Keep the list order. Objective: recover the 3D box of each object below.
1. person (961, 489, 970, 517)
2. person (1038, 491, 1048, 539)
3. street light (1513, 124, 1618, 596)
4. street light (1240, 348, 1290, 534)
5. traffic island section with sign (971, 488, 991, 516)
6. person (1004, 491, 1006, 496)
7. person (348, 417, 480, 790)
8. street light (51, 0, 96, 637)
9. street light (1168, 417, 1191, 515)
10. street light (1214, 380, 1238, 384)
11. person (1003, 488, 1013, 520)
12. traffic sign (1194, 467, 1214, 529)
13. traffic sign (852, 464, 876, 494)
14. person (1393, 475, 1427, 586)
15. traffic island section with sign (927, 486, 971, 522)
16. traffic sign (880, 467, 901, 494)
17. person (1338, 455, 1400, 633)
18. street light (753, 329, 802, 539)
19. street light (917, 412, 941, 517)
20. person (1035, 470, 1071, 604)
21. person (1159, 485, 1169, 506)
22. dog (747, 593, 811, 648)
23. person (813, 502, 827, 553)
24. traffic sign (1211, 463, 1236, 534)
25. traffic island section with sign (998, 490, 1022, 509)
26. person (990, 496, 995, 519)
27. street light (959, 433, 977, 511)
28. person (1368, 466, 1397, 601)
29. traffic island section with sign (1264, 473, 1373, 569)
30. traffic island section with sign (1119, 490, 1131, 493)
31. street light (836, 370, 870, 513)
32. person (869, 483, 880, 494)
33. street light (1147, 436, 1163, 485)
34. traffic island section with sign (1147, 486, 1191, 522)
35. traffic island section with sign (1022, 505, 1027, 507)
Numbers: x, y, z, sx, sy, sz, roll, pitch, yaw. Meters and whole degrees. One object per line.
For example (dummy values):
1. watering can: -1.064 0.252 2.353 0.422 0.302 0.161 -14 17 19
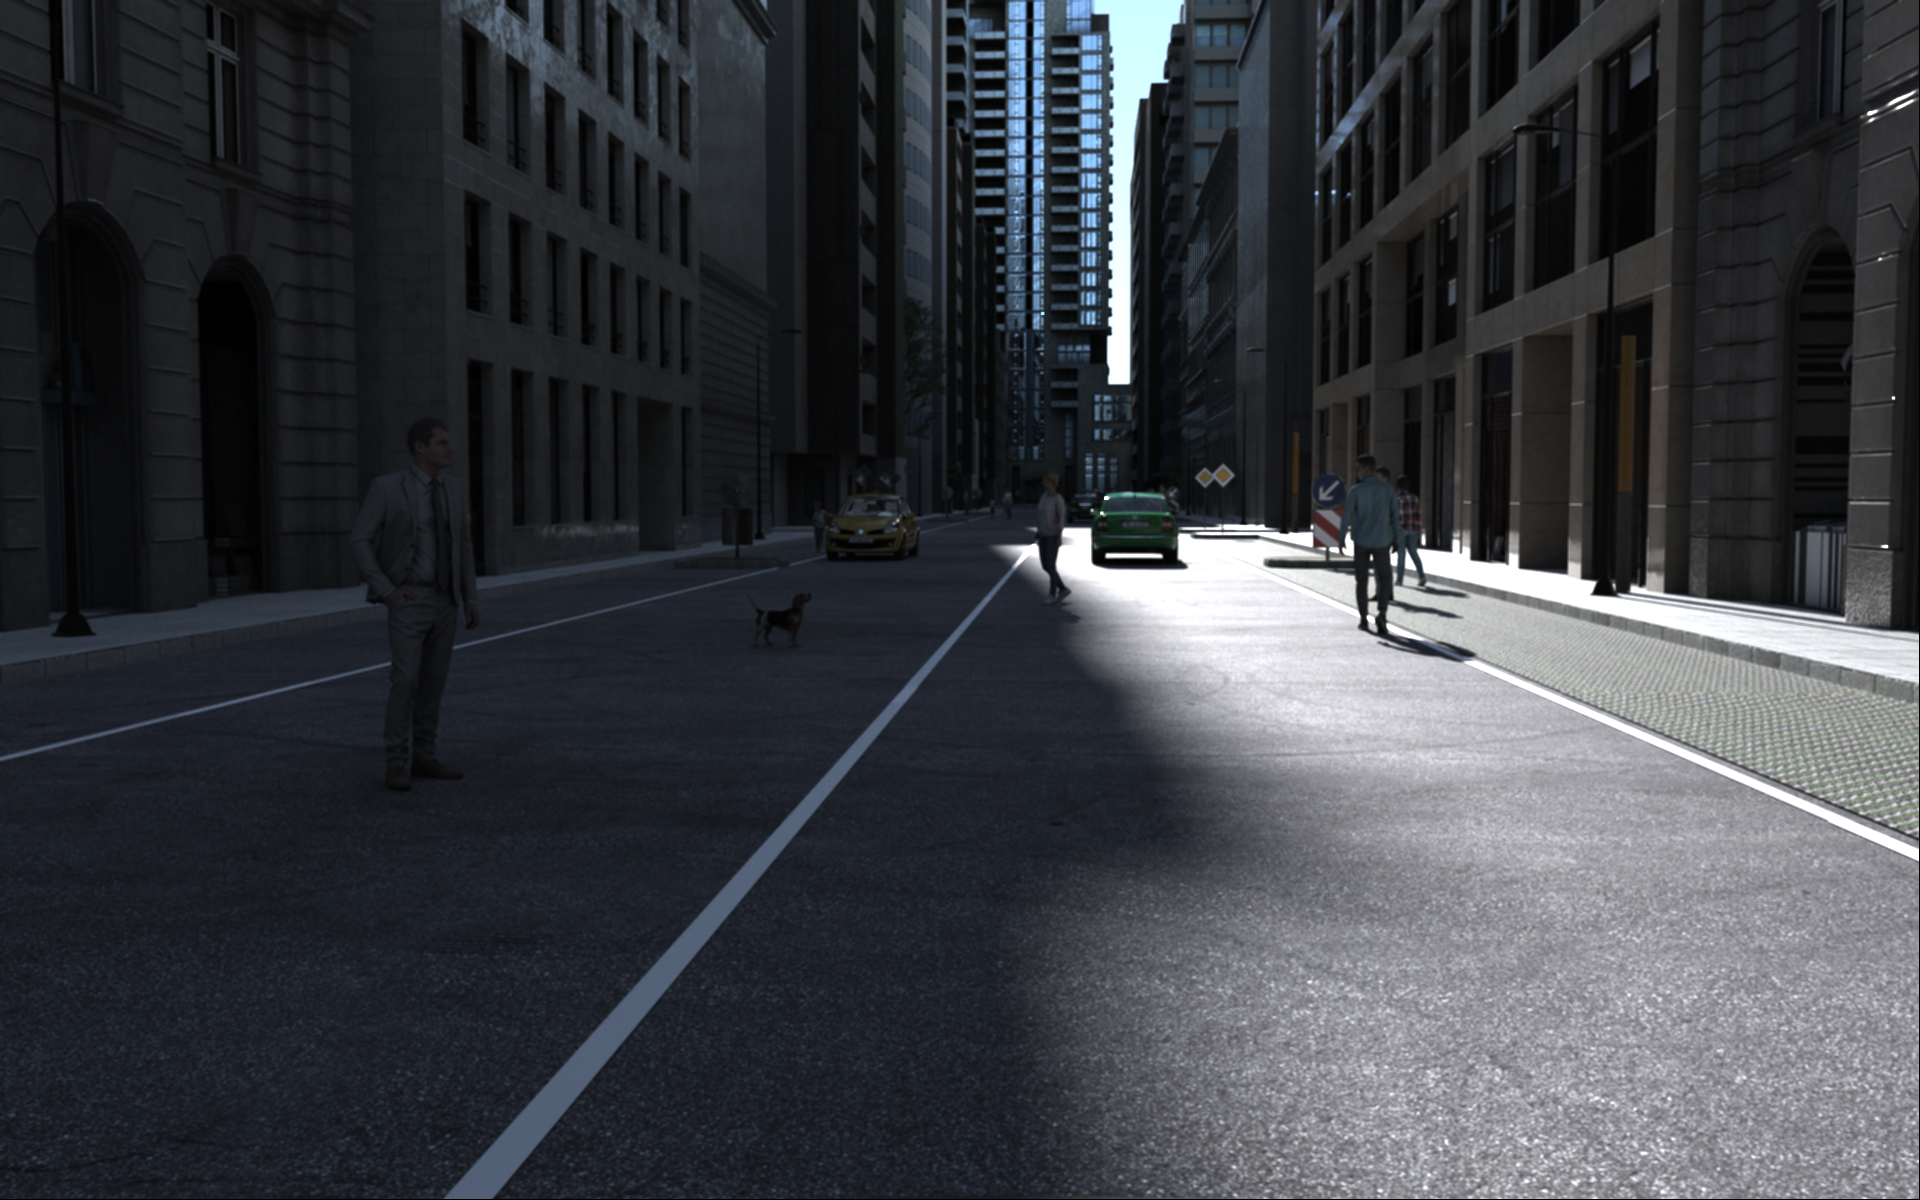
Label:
1. person: 0.388 -6.032 107.711 0.643 1.750 0.593 -2 4 -28
2. person: 2.627 -2.696 52.600 0.620 1.820 0.660 -1 4 -21
3. street light: 7.640 -3.017 21.865 1.470 5.913 1.316 0 4 4
4. street light: 9.830 -5.060 55.272 1.470 5.913 1.316 0 4 4
5. traffic island section with sign: 1.219 -6.594 116.442 1.989 1.847 2.006 0 4 4
6. person: 4.181 -9.109 158.344 0.530 1.710 0.541 2 4 24
7. person: -2.696 -0.003 8.648 0.391 1.810 0.635 2 4 28
8. street light: -7.494 -2.626 15.478 1.470 5.913 1.316 0 4 4
9. street light: 13.271 -8.081 104.666 1.470 5.913 1.316 0 4 4
10. street light: 11.067 -6.008 70.774 1.470 5.913 1.316 0 4 4
11. person: 2.737 -5.428 97.466 0.478 1.798 0.641 3 4 38
12. traffic sign: 9.057 -3.694 64.047 0.795 2.450 0.064 0 4 4
13. traffic sign: -3.154 -3.257 56.896 0.795 2.450 0.064 0 4 4
14. person: 6.920 -1.072 26.867 0.563 1.720 0.643 -1 4 -17
15. traffic island section with sign: -0.619 -4.943 89.449 1.989 1.847 2.006 0 4 4
16. traffic sign: -2.609 -3.744 64.862 0.795 2.450 0.064 0 4 4
17. person: 4.262 -0.594 18.069 0.638 1.841 0.748 1 4 14
18. street light: -5.147 -4.669 48.874 1.470 5.913 1.316 0 4 4
19. street light: -1.753 -7.699 98.425 1.470 5.913 1.316 0 4 4
20. person: 1.221 -0.825 22.662 0.598 1.740 0.731 -3 5 -40
21. person: 8.337 -3.876 72.057 0.709 1.800 0.728 0 3 0
22. dog: -1.698 0.185 16.266 0.540 0.507 0.406 -1 4 -17
23. person: -3.399 -1.769 42.110 0.332 1.250 0.352 1 4 21
24. traffic sign: 8.512 -3.207 56.080 0.795 2.450 0.064 0 4 4
25. traffic island section with sign: 4.683 -9.685 166.976 1.989 1.847 2.006 0 4 4
26. person: 1.825 -5.202 97.808 0.306 1.304 0.590 1 4 16
27. street light: 0.590 -9.744 131.860 1.470 5.913 1.316 0 4 4
28. person: 5.565 -0.885 23.165 0.583 1.804 0.606 0 4 -7
29. traffic island section with sign: 7.032 -1.555 34.057 1.989 1.847 2.006 0 4 4
30. traffic island section with sign: 17.874 -11.248 192.533 1.989 1.847 2.006 0 4 4
31. street light: -4.070 -5.642 64.780 1.470 5.913 1.316 0 4 4
32. person: -2.547 -2.575 51.147 0.519 1.759 0.362 -2 4 -32
33. street light: 15.633 -10.146 138.426 1.470 5.913 1.316 0 4 4
34. traffic island section with sign: 10.759 -4.895 88.664 1.989 1.847 2.006 0 4 4
35. traffic island section with sign: 6.525 -11.330 193.868 1.989 1.847 2.006 0 4 4
